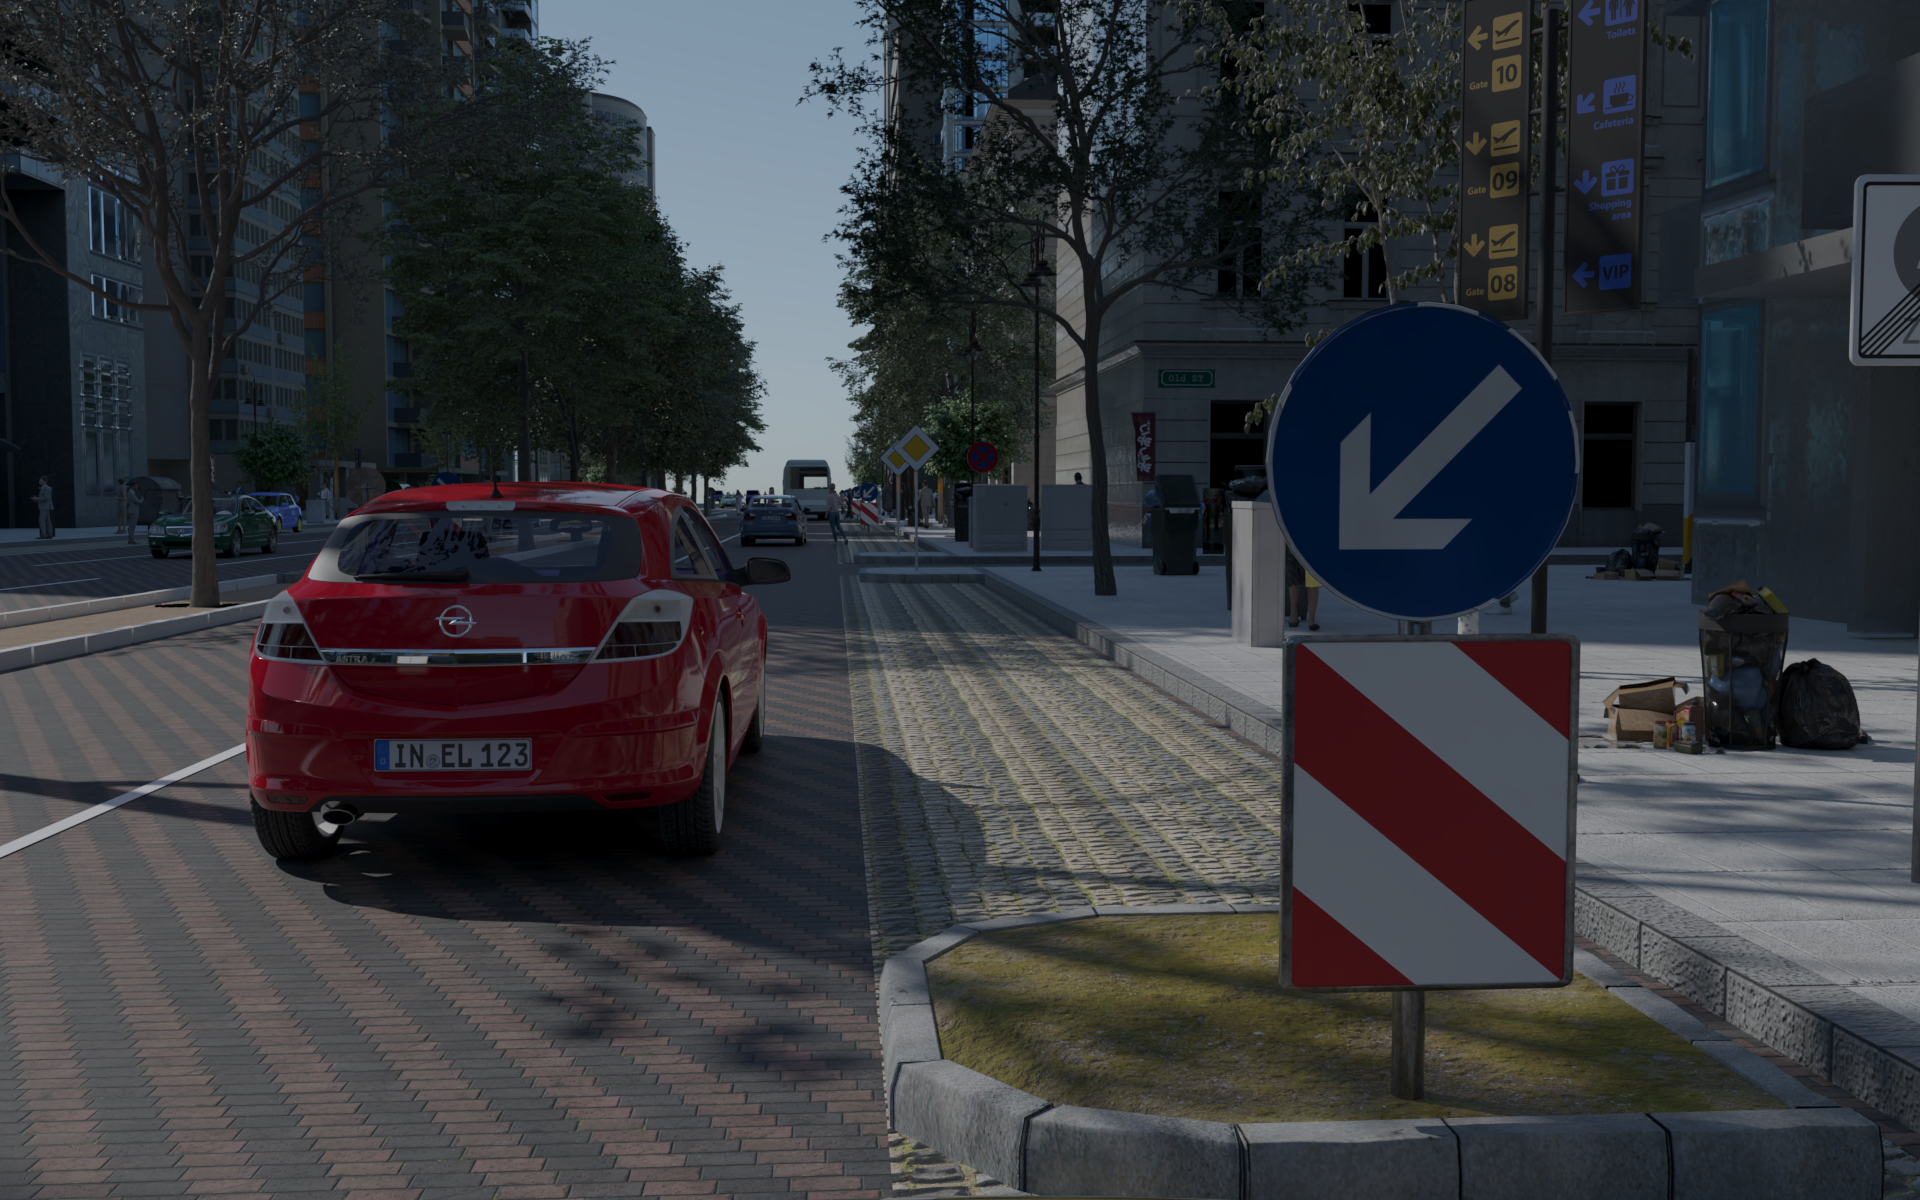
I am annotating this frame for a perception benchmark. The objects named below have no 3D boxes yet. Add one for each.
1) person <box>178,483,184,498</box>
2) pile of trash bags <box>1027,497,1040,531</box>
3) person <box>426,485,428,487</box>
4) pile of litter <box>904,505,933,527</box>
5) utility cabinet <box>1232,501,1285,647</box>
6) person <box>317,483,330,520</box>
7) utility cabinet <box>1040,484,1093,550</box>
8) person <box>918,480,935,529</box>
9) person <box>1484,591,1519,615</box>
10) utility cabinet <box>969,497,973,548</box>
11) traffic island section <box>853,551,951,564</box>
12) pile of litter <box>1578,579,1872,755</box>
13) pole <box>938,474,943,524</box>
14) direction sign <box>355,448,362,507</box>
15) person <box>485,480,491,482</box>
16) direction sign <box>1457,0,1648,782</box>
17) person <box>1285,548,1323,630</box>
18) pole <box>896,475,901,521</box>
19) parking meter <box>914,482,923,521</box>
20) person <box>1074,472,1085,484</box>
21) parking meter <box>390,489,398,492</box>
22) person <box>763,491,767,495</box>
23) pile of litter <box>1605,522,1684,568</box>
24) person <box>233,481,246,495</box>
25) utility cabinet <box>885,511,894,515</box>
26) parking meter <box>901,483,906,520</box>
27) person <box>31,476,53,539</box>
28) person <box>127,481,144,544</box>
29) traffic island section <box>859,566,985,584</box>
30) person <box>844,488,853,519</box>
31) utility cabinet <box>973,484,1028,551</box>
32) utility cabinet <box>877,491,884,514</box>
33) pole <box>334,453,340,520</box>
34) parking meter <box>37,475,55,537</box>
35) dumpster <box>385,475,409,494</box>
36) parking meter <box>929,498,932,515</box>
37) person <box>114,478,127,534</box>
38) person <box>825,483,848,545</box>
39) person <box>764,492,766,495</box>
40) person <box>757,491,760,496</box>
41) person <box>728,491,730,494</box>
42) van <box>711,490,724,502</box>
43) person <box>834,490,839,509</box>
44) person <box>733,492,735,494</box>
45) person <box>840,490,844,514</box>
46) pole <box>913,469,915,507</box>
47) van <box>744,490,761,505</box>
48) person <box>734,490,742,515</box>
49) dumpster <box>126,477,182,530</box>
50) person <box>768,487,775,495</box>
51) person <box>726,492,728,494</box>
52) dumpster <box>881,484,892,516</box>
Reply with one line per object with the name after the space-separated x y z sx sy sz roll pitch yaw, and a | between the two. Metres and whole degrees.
-35.635 -4.449 79.130 0.374 1.781 0.599 -3 5 -42 | person
3.416 -3.063 59.837 1.912 1.369 3.447 -2 4 -31 | pile of trash bags
-31.457 -5.861 101.784 0.656 1.842 0.836 1 4 19 | person
-1.642 -3.320 68.254 1.176 0.858 1.719 0 4 0 | pile of litter
2.579 -0.232 14.959 0.306 1.237 1.020 0 4 0 | utility cabinet
-31.064 -4.795 84.548 0.679 1.850 0.850 0 4 7 | person
2.427 -1.880 39.410 1.173 1.500 0.318 0 4 -3 | utility cabinet
-1.276 -3.560 64.521 0.678 1.792 0.850 -1 4 -22 | person
5.760 -0.738 18.447 0.444 1.785 0.601 0 4 6 | person
0.731 -1.845 41.322 1.020 1.237 0.306 -1 4 -13 | utility cabinet
-1.272 -0.899 36.984 2.009 0.180 2.903 0 4 -4 | traffic island section
3.906 0.302 9.026 1.719 0.858 1.176 1 4 10 | pile of litter
-0.833 -4.897 73.905 0.158 3.312 0.155 0 3 0 | pole
-29.911 -5.760 86.171 0.379 3.537 0.876 0 4 -2 | direction sign
-13.905 -2.616 51.145 0.514 1.842 0.818 0 4 2 | person
2.593 -0.960 7.695 0.379 3.537 0.876 -3 5 -41 | direction sign
3.332 -0.644 16.797 0.699 1.804 1.509 1 4 10 | person
-2.933 -5.422 82.499 0.158 3.312 0.155 0 3 0 | pole
-1.989 -4.778 83.832 0.399 1.863 0.255 2 4 28 | parking meter
2.858 -2.140 41.212 0.721 1.800 0.419 -3 4 -37 | person
-28.844 -4.889 88.344 0.372 1.533 0.369 0 3 0 | parking meter
-27.190 -14.290 242.157 1.348 1.822 0.705 -2 4 -23 | person
10.330 -0.734 25.963 1.719 0.858 1.176 2 4 34 | pile of litter
-29.001 -3.873 69.556 0.721 1.800 0.419 0 4 4 | person
-4.042 -5.820 103.833 0.318 1.500 1.173 1 4 18 | utility cabinet
-2.856 -4.854 85.074 0.399 1.863 0.255 0 4 8 | parking meter
-26.166 -2.636 49.340 0.583 1.804 0.606 -3 4 -36 | person
-23.493 -2.488 49.364 0.466 1.800 0.511 -3 5 -41 | person
-0.686 -0.412 29.020 2.009 0.180 2.903 0 4 -4 | traffic island section
-5.936 -5.143 93.009 0.576 1.772 0.534 3 5 42 | person
0.894 -1.813 38.324 1.173 1.500 0.318 -1 4 -16 | utility cabinet
-4.807 -6.119 108.730 0.318 1.500 1.173 2 4 27 | utility cabinet
-30.804 -5.611 85.589 0.158 3.312 0.155 0 3 0 | pole
-27.272 -2.812 51.691 0.255 1.863 0.399 2 4 27 | parking meter
-29.462 -5.361 90.154 1.502 2.255 1.985 0 4 -4 | dumpster
-1.899 -6.078 107.784 0.372 1.533 0.369 0 3 0 | parking meter
-26.822 -2.993 55.318 0.374 1.781 0.599 -2 4 -34 | person
-3.390 -2.414 48.647 0.598 1.740 0.731 2 4 29 | person
-22.493 -11.620 199.166 0.721 1.739 1.217 2 4 30 | person
-23.694 -11.958 204.567 0.434 1.755 0.990 1 4 22 | person
-32.314 -14.305 242.485 1.348 1.812 0.705 -2 4 -26 | person
-36.514 -15.677 260.697 2.240 2.365 5.245 0 4 -5 | van
-10.330 -8.206 143.337 0.621 1.740 0.551 1 4 9 | person
-34.808 -15.761 266.713 0.617 1.759 0.750 0 4 -1 | person
-8.384 -6.899 122.012 0.721 1.736 1.217 0 4 6 | person
-2.884 -7.136 110.509 0.158 3.312 0.155 0 3 0 | pole
-28.469 -14.297 238.146 2.240 2.365 5.245 0 4 -4 | van
-15.032 -6.624 117.471 0.551 1.740 0.621 -1 4 -10 | person
-27.238 -3.224 58.468 1.264 1.857 1.865 0 4 -4 | dumpster
-8.215 -4.095 76.040 0.643 1.750 0.593 -1 4 -16 | person
-31.392 -13.774 234.484 0.721 1.735 1.217 1 4 21 | person
-4.019 -5.887 102.017 1.264 1.857 1.865 0 4 -4 | dumpster
